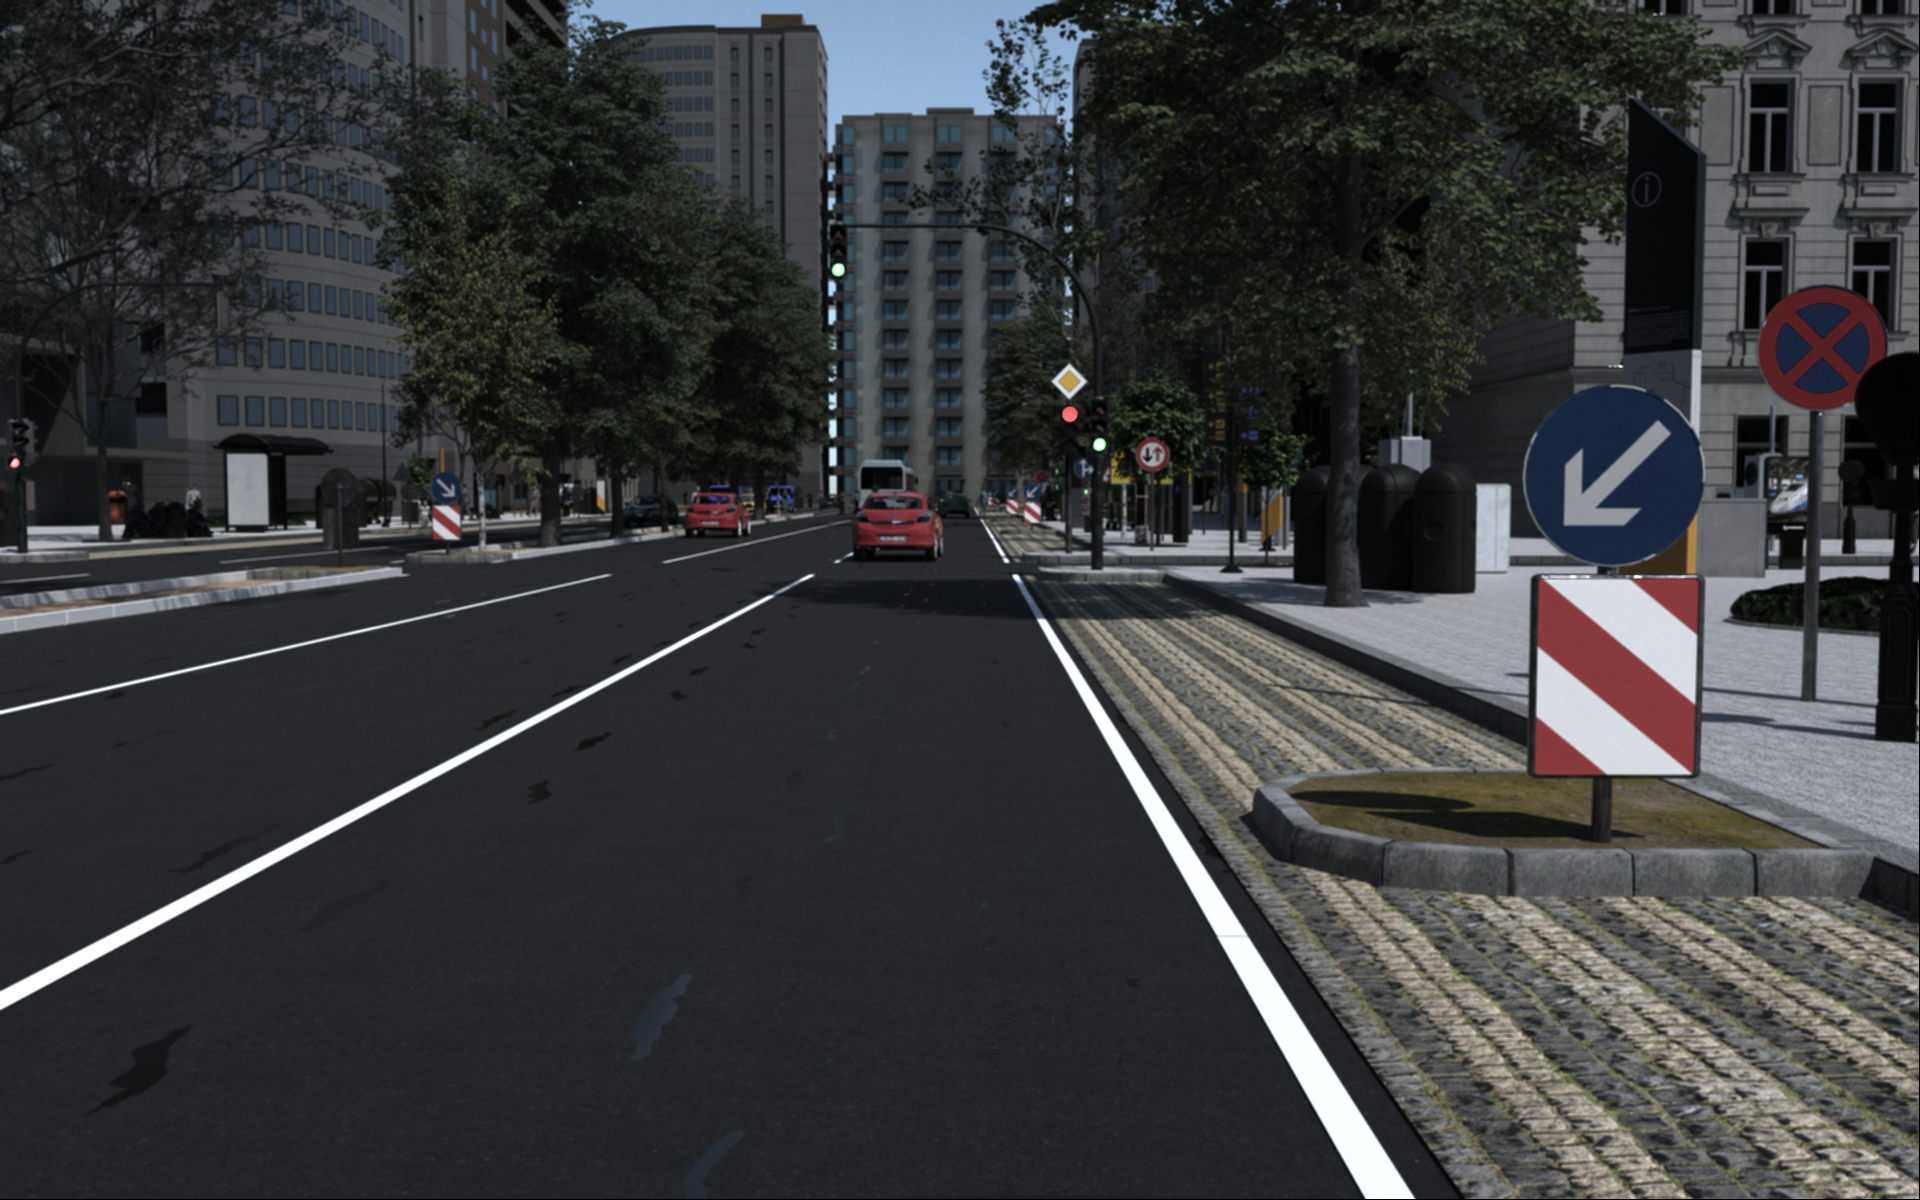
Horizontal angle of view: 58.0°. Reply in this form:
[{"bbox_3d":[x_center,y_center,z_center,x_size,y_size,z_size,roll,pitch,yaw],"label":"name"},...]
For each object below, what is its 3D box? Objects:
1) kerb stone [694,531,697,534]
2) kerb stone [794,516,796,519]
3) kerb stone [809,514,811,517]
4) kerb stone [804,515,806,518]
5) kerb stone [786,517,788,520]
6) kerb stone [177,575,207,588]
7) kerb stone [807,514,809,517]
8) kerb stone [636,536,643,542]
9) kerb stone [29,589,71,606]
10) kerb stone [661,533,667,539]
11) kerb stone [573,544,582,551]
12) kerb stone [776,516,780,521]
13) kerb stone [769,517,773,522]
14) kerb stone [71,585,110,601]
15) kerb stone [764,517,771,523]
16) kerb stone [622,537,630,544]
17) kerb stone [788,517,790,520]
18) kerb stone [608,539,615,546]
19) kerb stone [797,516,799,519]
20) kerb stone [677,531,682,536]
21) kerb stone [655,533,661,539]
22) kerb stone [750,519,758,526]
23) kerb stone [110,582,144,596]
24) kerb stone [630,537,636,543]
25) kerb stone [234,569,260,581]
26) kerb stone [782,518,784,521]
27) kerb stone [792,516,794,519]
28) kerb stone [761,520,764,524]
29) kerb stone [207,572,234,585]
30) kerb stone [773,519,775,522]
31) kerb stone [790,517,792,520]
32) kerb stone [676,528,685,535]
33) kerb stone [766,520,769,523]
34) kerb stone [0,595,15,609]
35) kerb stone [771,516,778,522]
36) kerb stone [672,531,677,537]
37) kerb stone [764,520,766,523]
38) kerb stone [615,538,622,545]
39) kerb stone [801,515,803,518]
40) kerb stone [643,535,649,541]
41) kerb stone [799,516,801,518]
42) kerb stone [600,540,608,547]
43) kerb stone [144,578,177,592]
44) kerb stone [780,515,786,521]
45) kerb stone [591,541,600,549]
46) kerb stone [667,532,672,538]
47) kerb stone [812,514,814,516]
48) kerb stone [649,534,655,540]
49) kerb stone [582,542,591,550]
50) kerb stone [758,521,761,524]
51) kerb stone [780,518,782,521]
[{"bbox_3d":[-9.666,-2.434,62.036,0.120,0.150,1.000,0,4,0],"label":"kerb stone"},{"bbox_3d":[-9.540,-4.631,97.920,0.120,0.150,1.000,0,4,0],"label":"kerb stone"},{"bbox_3d":[-9.509,-5.198,107.180,0.120,0.150,1.000,0,4,0],"label":"kerb stone"},{"bbox_3d":[-9.513,-5.002,104.090,0.120,0.150,1.000,0,4,0],"label":"kerb stone"},{"bbox_3d":[-9.559,-4.381,93.822,0.120,0.150,1.000,0,4,0],"label":"kerb stone"},{"bbox_3d":[-11.894,-0.268,26.614,0.120,0.150,1.000,0,4,0],"label":"kerb stone"},{"bbox_3d":[-9.518,-5.135,106.155,0.120,0.150,1.000,0,4,0],"label":"kerb stone"},{"bbox_3d":[-9.701,-1.809,51.772,0.120,0.150,1.000,0,4,0],"label":"kerb stone"},{"bbox_3d":[-11.914,-0.020,22.514,0.120,0.150,1.000,0,4,0],"label":"kerb stone"},{"bbox_3d":[-9.685,-2.059,55.866,0.120,0.150,1.000,0,4,0],"label":"kerb stone"},{"bbox_3d":[-9.740,-1.306,43.561,0.120,0.150,1.000,0,4,0],"label":"kerb stone"},{"bbox_3d":[-9.574,-4.126,89.704,0.120,0.150,1.000,0,4,0],"label":"kerb stone"},{"bbox_3d":[-9.587,-3.941,86.630,0.120,0.150,1.000,0,4,0],"label":"kerb stone"},{"bbox_3d":[-11.898,-0.082,23.542,0.120,0.150,1.000,0,4,0],"label":"kerb stone"},{"bbox_3d":[-9.585,-3.878,85.603,0.120,0.150,1.000,0,4,0],"label":"kerb stone"},{"bbox_3d":[-9.714,-1.683,49.720,0.120,0.150,1.000,0,4,0],"label":"kerb stone"},{"bbox_3d":[-9.555,-4.440,94.845,0.120,0.150,1.000,0,4,0],"label":"kerb stone"},{"bbox_3d":[-9.717,-1.555,47.664,0.120,0.150,1.000,0,4,0],"label":"kerb stone"},{"bbox_3d":[-9.536,-4.756,99.978,0.120,0.150,1.000,0,4,0],"label":"kerb stone"},{"bbox_3d":[-9.680,-2.248,58.955,0.120,0.150,1.000,0,4,0],"label":"kerb stone"},{"bbox_3d":[-9.695,-1.997,54.844,0.120,0.150,1.000,0,4,0],"label":"kerb stone"},{"bbox_3d":[-9.603,-3.561,80.472,0.120,0.150,1.000,0,4,0],"label":"kerb stone"},{"bbox_3d":[-11.906,-0.145,24.568,0.120,0.150,1.000,0,4,0],"label":"kerb stone"},{"bbox_3d":[-9.712,-1.746,50.747,0.120,0.150,1.000,0,4,0],"label":"kerb stone"},{"bbox_3d":[-11.891,-0.396,28.668,0.120,0.150,1.000,0,4,0],"label":"kerb stone"},{"bbox_3d":[-9.561,-4.255,91.759,0.120,0.150,1.000,0,4,0],"label":"kerb stone"},{"bbox_3d":[-9.542,-4.569,96.896,0.120,0.150,1.000,0,4,0],"label":"kerb stone"},{"bbox_3d":[-9.600,-3.684,82.533,0.120,0.150,1.000,0,4,0],"label":"kerb stone"},{"bbox_3d":[-11.896,-0.333,27.639,0.120,0.150,1.000,0,4,0],"label":"kerb stone"},{"bbox_3d":[-9.582,-4.004,87.652,0.120,0.150,1.000,0,4,0],"label":"kerb stone"},{"bbox_3d":[-9.544,-4.506,95.868,0.120,0.150,1.000,0,4,0],"label":"kerb stone"},{"bbox_3d":[-9.675,-2.310,59.978,0.120,0.150,1.000,0,4,0],"label":"kerb stone"},{"bbox_3d":[-9.586,-3.815,84.578,0.120,0.150,1.000,0,4,0],"label":"kerb stone"},{"bbox_3d":[-11.913,0.043,21.492,0.120,0.150,1.000,0,4,0],"label":"kerb stone"},{"bbox_3d":[-9.576,-4.066,88.682,0.120,0.150,1.000,0,4,0],"label":"kerb stone"},{"bbox_3d":[-9.681,-2.185,57.926,0.120,0.150,1.000,0,4,0],"label":"kerb stone"},{"bbox_3d":[-9.591,-3.753,83.555,0.120,0.150,1.000,0,4,0],"label":"kerb stone"},{"bbox_3d":[-9.722,-1.620,48.686,0.120,0.150,1.000,0,4,0],"label":"kerb stone"},{"bbox_3d":[-9.527,-4.880,102.046,0.120,0.150,1.000,0,4,0],"label":"kerb stone"},{"bbox_3d":[-9.701,-1.871,52.794,0.120,0.150,1.000,0,4,0],"label":"kerb stone"},{"bbox_3d":[-9.526,-4.821,101.012,0.120,0.150,1.000,0,4,0],"label":"kerb stone"},{"bbox_3d":[-9.719,-1.495,46.642,0.120,0.150,1.000,0,4,0],"label":"kerb stone"},{"bbox_3d":[-11.891,-0.208,25.592,0.120,0.150,1.000,0,4,0],"label":"kerb stone"},{"bbox_3d":[-9.563,-4.318,92.800,0.120,0.150,1.000,0,4,0],"label":"kerb stone"},{"bbox_3d":[-9.726,-1.432,45.611,0.120,0.150,1.000,0,4,0],"label":"kerb stone"},{"bbox_3d":[-9.689,-2.122,56.896,0.120,0.150,1.000,0,4,0],"label":"kerb stone"},{"bbox_3d":[-9.501,-5.321,109.233,0.120,0.150,1.000,0,4,0],"label":"kerb stone"},{"bbox_3d":[-9.700,-1.934,53.822,0.120,0.150,1.000,0,4,0],"label":"kerb stone"},{"bbox_3d":[-9.733,-1.367,44.583,0.120,0.150,1.000,0,4,0],"label":"kerb stone"},{"bbox_3d":[-9.604,-3.621,81.502,0.120,0.150,1.000,0,4,0],"label":"kerb stone"},{"bbox_3d":[-9.564,-4.191,90.734,0.120,0.150,1.000,0,4,0],"label":"kerb stone"}]
